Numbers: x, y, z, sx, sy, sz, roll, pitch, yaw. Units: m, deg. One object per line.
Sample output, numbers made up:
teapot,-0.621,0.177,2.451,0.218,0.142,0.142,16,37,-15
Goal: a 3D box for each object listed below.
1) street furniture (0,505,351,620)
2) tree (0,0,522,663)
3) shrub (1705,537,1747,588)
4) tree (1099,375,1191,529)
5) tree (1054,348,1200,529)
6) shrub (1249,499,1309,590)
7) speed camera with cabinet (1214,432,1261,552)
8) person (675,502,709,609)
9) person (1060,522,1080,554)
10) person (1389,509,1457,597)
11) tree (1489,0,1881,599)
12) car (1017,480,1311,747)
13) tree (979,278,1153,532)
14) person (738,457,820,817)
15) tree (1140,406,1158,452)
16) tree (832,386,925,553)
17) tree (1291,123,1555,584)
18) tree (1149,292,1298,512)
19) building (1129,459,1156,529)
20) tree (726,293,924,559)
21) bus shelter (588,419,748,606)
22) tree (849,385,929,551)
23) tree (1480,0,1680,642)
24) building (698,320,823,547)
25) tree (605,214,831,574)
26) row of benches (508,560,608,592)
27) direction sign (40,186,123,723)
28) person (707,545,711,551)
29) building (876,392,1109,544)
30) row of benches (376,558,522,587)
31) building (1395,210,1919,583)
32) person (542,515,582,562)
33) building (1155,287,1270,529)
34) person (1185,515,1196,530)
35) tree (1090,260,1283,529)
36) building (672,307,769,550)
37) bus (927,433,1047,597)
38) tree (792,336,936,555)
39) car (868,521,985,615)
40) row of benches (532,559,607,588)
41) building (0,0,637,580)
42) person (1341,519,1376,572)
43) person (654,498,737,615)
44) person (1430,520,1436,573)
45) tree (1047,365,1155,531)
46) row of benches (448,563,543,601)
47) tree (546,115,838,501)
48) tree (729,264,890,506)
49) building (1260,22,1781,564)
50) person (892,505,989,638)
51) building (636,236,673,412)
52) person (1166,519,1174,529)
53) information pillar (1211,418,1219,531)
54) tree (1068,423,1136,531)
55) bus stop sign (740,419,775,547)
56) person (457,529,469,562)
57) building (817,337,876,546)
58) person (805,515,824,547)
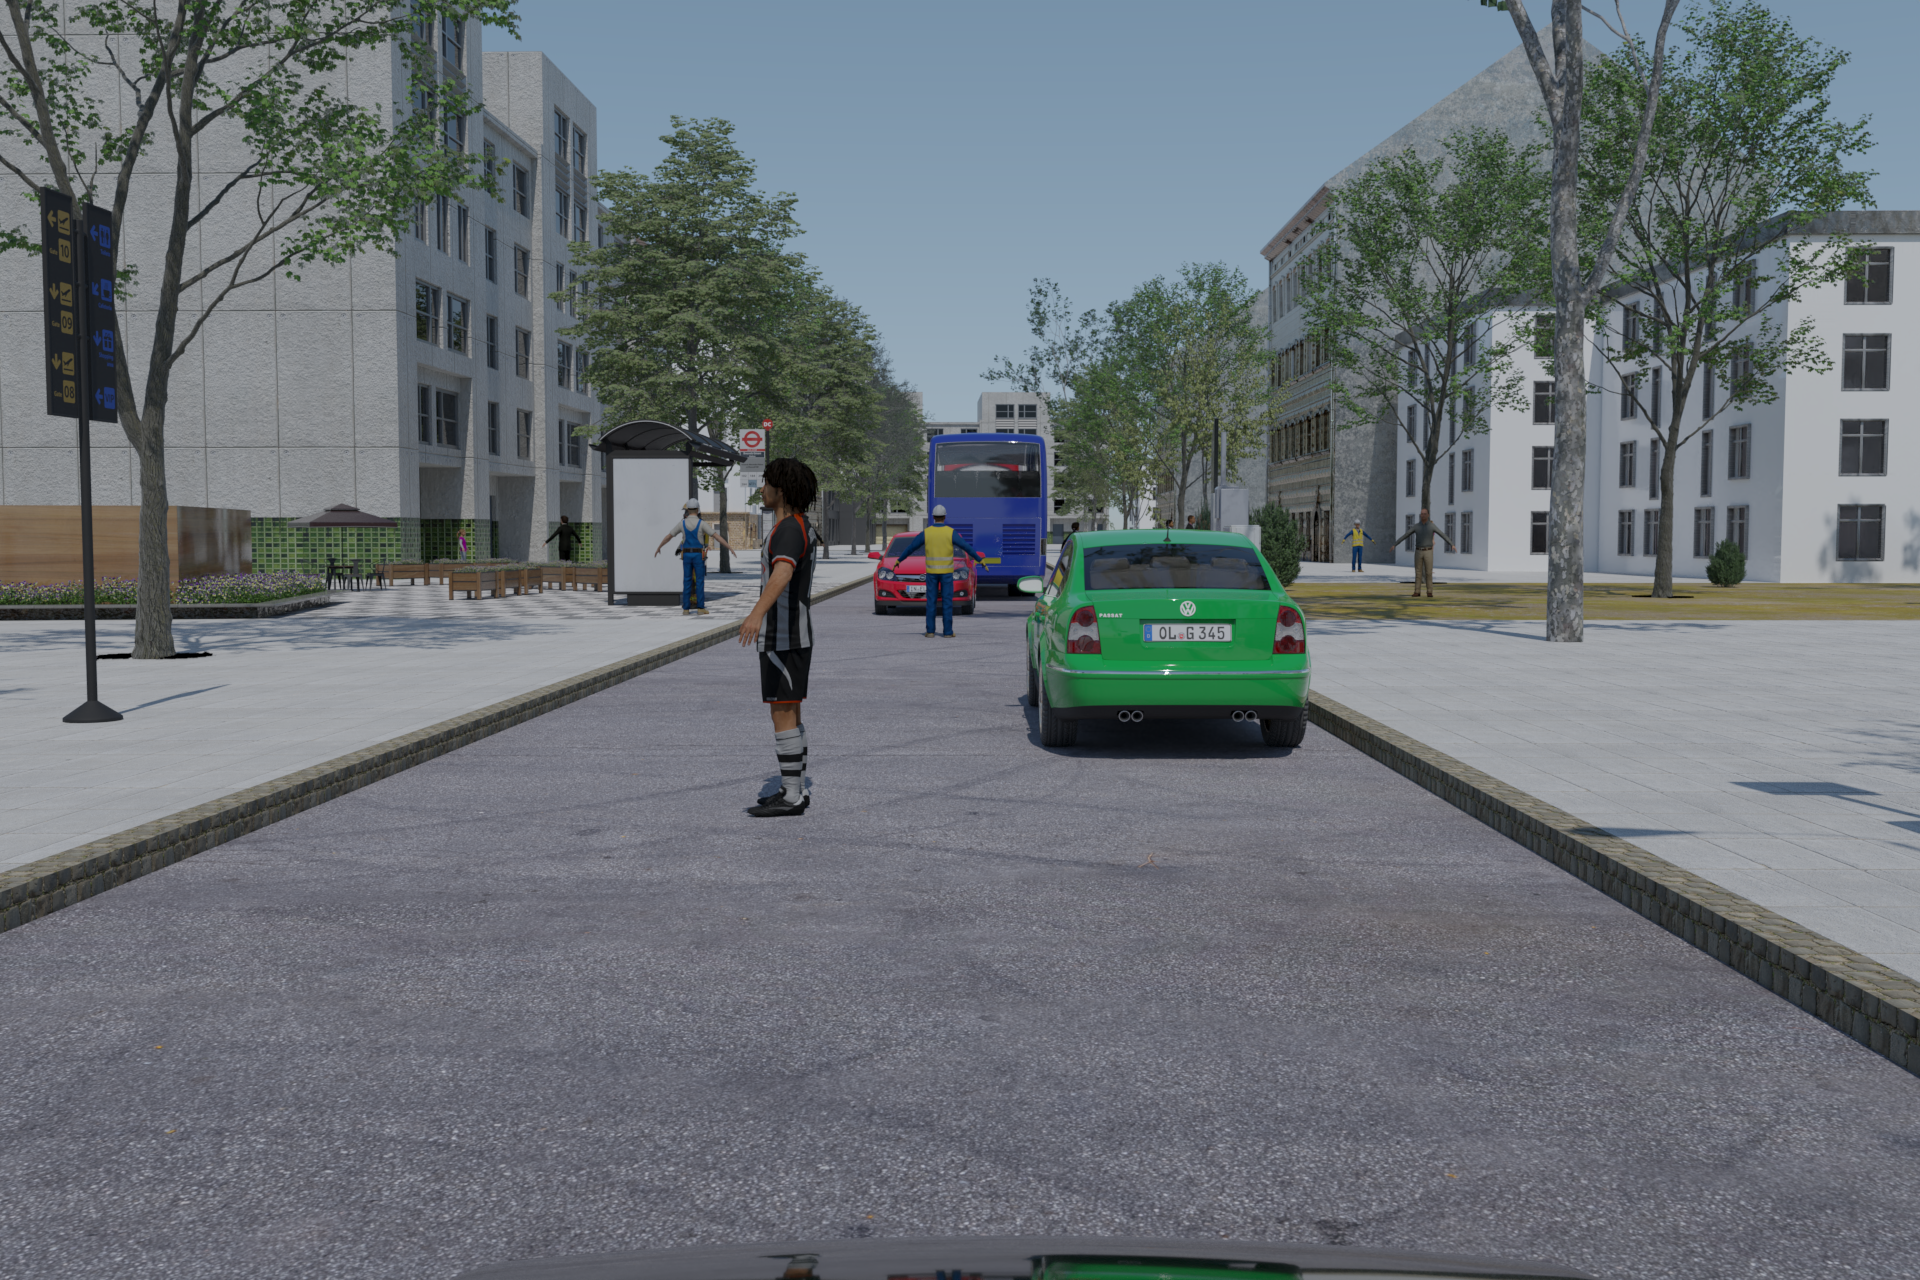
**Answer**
street furniture,-13.673,-1.283,27.838,11.010,1.723,9.812,-1,4,-10
tree,-8.345,-5.604,17.385,9.928,11.665,9.643,0,3,0
shrub,18.413,-1.865,41.614,1.383,1.207,1.383,0,3,0
tree,8.324,-7.952,80.373,4.737,8.622,4.395,0,3,0
tree,9.168,-10.290,93.994,9.928,11.665,9.643,0,3,0
shrub,6.951,-2.133,38.918,1.661,2.075,1.752,0,3,0
speed camera with cabinet,5.280,-2.359,32.904,0.660,3.252,2.038,0,4,1
person,-4.587,-1.457,29.586,0.705,1.858,1.354,-2,4,-24
person,3.013,-2.143,44.213,1.216,1.740,0.721,3,5,44
person,9.445,-1.774,35.278,1.348,1.796,0.705,2,4,25
tree,14.239,-6.644,34.392,9.928,11.665,9.643,0,3,0
car,1.427,-0.259,13.034,1.959,1.807,4.718,0,4,0
tree,8.097,-16.715,129.172,12.611,20.169,13.585,0,3,0
person,-0.919,-0.018,8.894,0.704,1.843,1.345,0,4,2
tree,27.370,-22.526,224.184,12.611,20.169,13.585,0,3,0
tree,-6.141,-11.750,117.870,9.928,11.665,9.643,0,3,0
tree,12.106,-7.251,44.312,9.928,11.665,9.643,0,3,0
tree,7.796,-6.271,52.900,4.737,8.622,4.395,0,3,0
building,24.420,-15.332,192.822,9.099,9.664,28.070,0,4,1
tree,-6.666,-10.842,87.639,12.009,13.543,11.850,0,3,0
bus shelter,-5.480,-2.411,33.340,2.014,3.302,5.546,0,4,1
tree,-5.294,-12.884,128.774,7.486,12.596,7.792,0,3,0
tree,6.076,-9.987,19.179,12.611,20.169,13.585,0,3,0
building,-23.787,-20.785,170.763,19.493,23.208,18.063,0,4,2
tree,-7.819,-7.981,56.243,9.928,11.665,9.643,0,3,0
row of benches,-9.035,-1.473,39.539,4.104,0.672,1.422,3,5,45
direction sign,-5.965,-1.212,11.809,0.379,3.537,0.876,0,4,1
person,-6.208,-2.053,39.753,1.347,1.806,0.705,3,5,44
building,2.508,-21.607,222.190,31.486,18.905,16.747,0,4,-1
row of benches,-12.874,-1.749,44.062,1.422,0.672,4.104,3,4,38
building,22.558,-7.156,59.144,9.099,9.664,28.070,0,4,1
person,-11.173,-2.610,48.863,0.705,1.806,1.347,3,5,40
building,27.813,-19.885,156.051,19.493,23.208,18.063,0,4,1
person,6.361,-2.528,47.554,0.704,1.802,1.346,0,4,7
tree,8.503,-8.557,65.663,9.928,11.665,9.643,0,3,0
building,-22.245,-17.519,142.849,16.016,20.090,11.380,0,4,0
bus,0.551,-3.118,42.528,2.896,3.916,12.251,0,4,0
tree,-6.358,-11.896,104.874,12.009,13.543,11.850,0,3,0
car,-0.605,-1.414,32.165,2.155,1.783,4.494,0,4,1
row of benches,-8.347,-1.630,42.108,4.104,0.672,1.422,-1,4,-12
building,-23.646,-12.086,64.070,16.747,18.905,31.486,0,4,2
person,13.366,-3.160,58.133,1.216,1.772,0.721,-1,4,-11
person,-4.237,-1.330,27.601,1.347,1.847,0.705,0,4,7
person,15.479,-3.052,56.696,0.721,1.733,1.217,1,4,14
tree,9.359,-12.111,116.134,7.486,12.596,7.792,0,3,0
row of benches,-9.442,-1.213,35.298,1.422,0.672,4.104,0,4,4
tree,-7.220,-7.891,47.150,7.486,12.596,7.792,0,3,0
tree,-6.432,-9.499,73.435,7.486,12.596,7.792,0,3,0
building,25.592,-15.453,83.579,19.493,23.208,18.063,0,4,1
person,-0.281,-0.952,23.998,1.349,1.833,0.705,0,4,5
building,-25.896,-15.821,89.594,19.493,23.208,18.063,0,4,2
person,6.629,-2.893,54.023,0.721,1.740,1.216,1,4,16
information pillar,5.181,-2.686,35.278,0.183,3.616,0.504,0,4,1
tree,8.327,-9.668,108.440,4.360,8.622,3.978,0,3,0
bus stop sign,-4.676,-3.152,40.234,0.855,3.939,0.416,0,4,1
person,-14.622,-2.564,51.184,0.599,1.433,0.991,0,4,-8
building,-24.359,-21.559,196.463,27.936,21.610,32.646,0,4,0
person,-4.302,-2.568,47.923,1.347,1.837,0.705,-2,4,-34
